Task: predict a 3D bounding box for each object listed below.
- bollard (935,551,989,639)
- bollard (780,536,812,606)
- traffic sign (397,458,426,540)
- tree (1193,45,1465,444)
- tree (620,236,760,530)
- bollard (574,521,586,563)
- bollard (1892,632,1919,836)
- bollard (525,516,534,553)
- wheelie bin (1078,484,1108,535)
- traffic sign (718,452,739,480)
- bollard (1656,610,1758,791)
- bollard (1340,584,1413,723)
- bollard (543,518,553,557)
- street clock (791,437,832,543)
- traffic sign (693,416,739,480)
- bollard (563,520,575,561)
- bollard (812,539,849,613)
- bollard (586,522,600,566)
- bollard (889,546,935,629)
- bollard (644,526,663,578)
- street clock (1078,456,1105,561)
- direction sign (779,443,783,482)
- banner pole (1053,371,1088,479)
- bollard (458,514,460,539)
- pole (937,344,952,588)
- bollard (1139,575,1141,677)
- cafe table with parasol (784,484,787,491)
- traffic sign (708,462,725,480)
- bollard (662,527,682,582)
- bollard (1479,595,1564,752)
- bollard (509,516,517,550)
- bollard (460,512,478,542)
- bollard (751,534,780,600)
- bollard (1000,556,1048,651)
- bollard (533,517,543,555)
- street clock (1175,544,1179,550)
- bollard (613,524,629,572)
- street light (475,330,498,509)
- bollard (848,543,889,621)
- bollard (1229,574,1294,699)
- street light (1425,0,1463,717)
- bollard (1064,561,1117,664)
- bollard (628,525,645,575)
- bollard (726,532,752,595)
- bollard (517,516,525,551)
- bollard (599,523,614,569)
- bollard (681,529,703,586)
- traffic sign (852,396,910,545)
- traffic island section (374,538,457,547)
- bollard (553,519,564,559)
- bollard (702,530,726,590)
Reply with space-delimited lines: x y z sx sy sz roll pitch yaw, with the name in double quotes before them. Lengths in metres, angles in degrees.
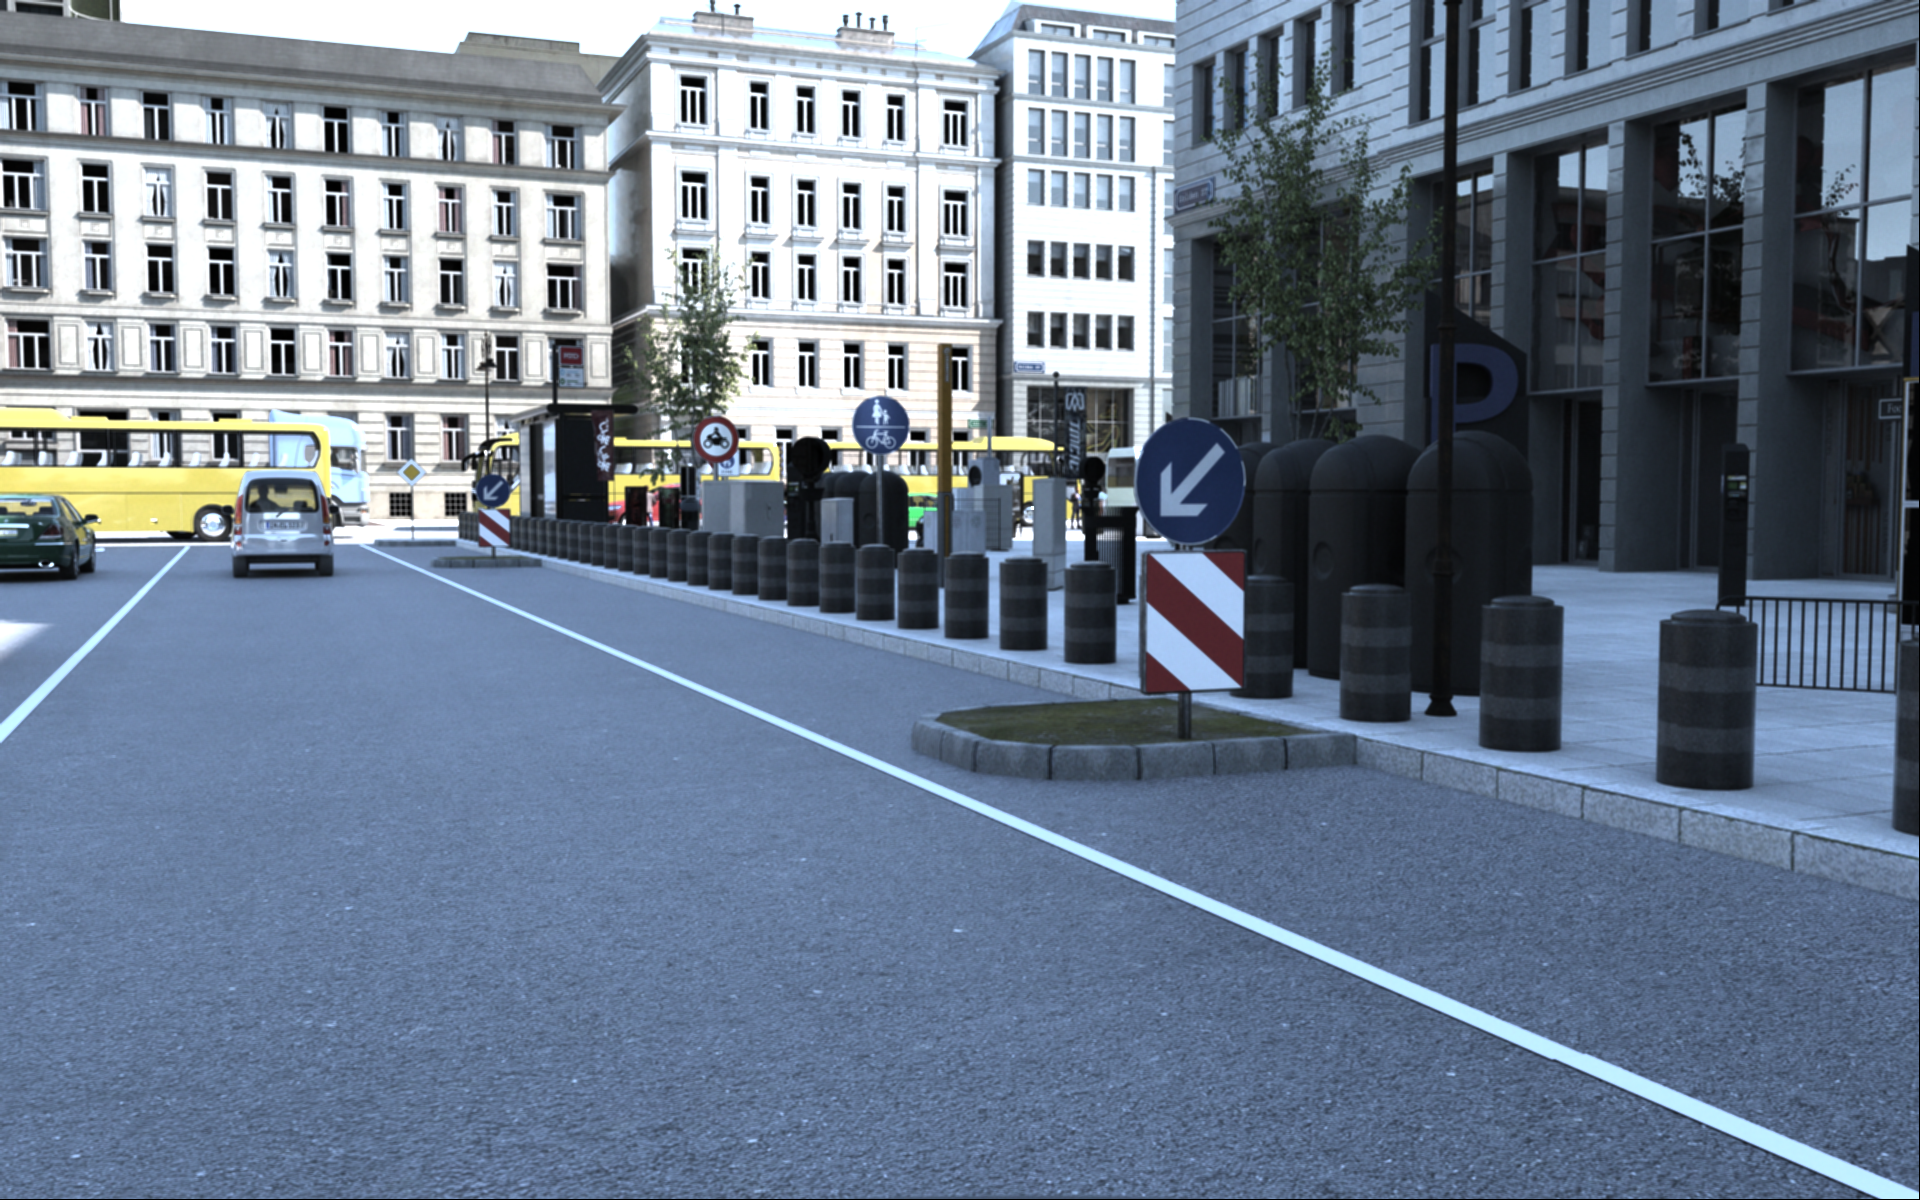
"bollard" 0.058 -0.046 15.477 0.404 0.777 0.398 0 3 0
"bollard" -1.791 -0.319 19.936 0.404 0.777 0.398 0 3 0
"traffic sign" -15.359 -2.747 48.548 0.795 2.450 0.064 -1 4 -22
"tree" 5.868 -4.804 28.903 4.737 8.622 4.395 0 3 0
"tree" -7.607 -6.076 49.703 4.737 8.622 4.395 0 3 0
"bollard" -6.877 -1.069 32.191 0.404 0.777 0.398 0 3 0
"bollard" 3.768 0.499 6.558 0.404 0.777 0.398 0 3 0
"bollard" -9.196 -1.410 37.778 0.404 0.777 0.398 0 3 0
"wheelie bin" 4.198 -2.870 54.838 0.980 1.594 0.693 1 4 16
"traffic sign" -5.514 -2.377 40.996 0.606 2.300 0.079 -1 4 -14
"bollard" 3.303 0.431 7.666 0.404 0.777 0.398 0 3 0
"bollard" 2.377 0.295 9.893 0.404 0.777 0.398 0 3 0
"bollard" -8.271 -1.274 35.544 0.404 0.777 0.398 0 3 0
"street clock" -1.891 -1.068 22.039 0.471 2.002 0.358 1 4 20
"traffic sign" -3.990 -1.726 28.326 0.768 2.556 0.104 -1 4 -22
"bollard" -7.339 -1.137 33.301 0.404 0.777 0.398 0 3 0
"bollard" -1.329 -0.251 18.820 0.404 0.777 0.398 0 3 0
"bollard" -6.418 -1.001 31.080 0.404 0.777 0.398 0 3 0
"bollard" -0.401 -0.114 16.588 0.404 0.777 0.398 0 3 0
"bollard" -4.570 -0.728 26.623 0.404 0.777 0.398 0 3 0
"street clock" 2.540 -1.766 33.448 0.471 2.002 0.358 -2 4 -27
"direction sign" -8.000 -5.228 77.482 0.379 3.537 0.876 0 4 4
"banner pole" 2.192 -2.779 35.457 0.863 3.779 0.401 0 4 2
"bollard" -14.299 -2.162 50.070 0.404 0.777 0.398 0 3 0
"pole" -0.208 -1.822 23.640 0.158 3.312 0.155 0 3 0
"bollard" 1.454 0.159 12.116 0.404 0.777 0.398 0 3 0
"cafe table with parasol" -13.719 -8.146 138.048 2.610 1.966 2.610 -2 4 -25
"traffic sign" -5.786 -2.584 42.358 0.768 2.556 0.104 -1 4 -14
"bollard" -4.106 -0.660 25.514 0.404 0.777 0.398 0 3 0
"bollard" 2.843 0.363 8.777 0.404 0.777 0.398 0 3 0
"bollard" -10.124 -1.547 40.008 0.404 0.777 0.398 0 3 0
"bollard" -13.835 -2.093 48.945 0.404 0.777 0.398 0 3 0
"bollard" -2.253 -0.387 21.052 0.404 0.777 0.398 0 3 0
"bollard" 0.527 0.022 14.354 0.404 0.777 0.398 0 3 0
"bollard" -8.738 -1.342 36.667 0.404 0.777 0.398 0 3 0
"street clock" 4.518 -1.880 35.311 0.358 2.002 0.471 -3 5 -40
"bollard" -5.494 -0.864 28.850 0.404 0.777 0.398 0 3 0
"street light" -13.318 -4.651 48.836 0.468 5.910 1.993 -1 4 -22
"bollard" -0.864 -0.183 17.703 0.404 0.777 0.398 0 3 0
"bollard" 1.918 0.227 11.008 0.404 0.777 0.398 0 3 0
"street light" 2.795 -2.269 9.890 0.468 5.910 1.993 -1 4 -22
"bollard" 0.996 0.091 13.228 0.404 0.777 0.398 0 3 0
"bollard" -5.030 -0.796 27.733 0.404 0.777 0.398 0 3 0
"bollard" -2.716 -0.455 22.162 0.404 0.777 0.398 0 3 0
"bollard" -9.664 -1.479 38.896 0.404 0.777 0.398 0 3 0
"bollard" -5.956 -0.933 29.970 0.404 0.777 0.398 0 3 0
"bollard" -3.643 -0.592 24.401 0.404 0.777 0.398 0 3 0
"traffic sign" -1.039 -1.372 22.545 0.768 2.556 0.104 -1 4 -15
"traffic island section" -15.340 -1.612 48.634 2.009 0.180 2.903 -1 4 -22
"bollard" -7.798 -1.205 34.411 0.404 0.777 0.398 0 3 0
"bollard" -3.184 -0.524 23.290 0.404 0.777 0.398 0 3 0
